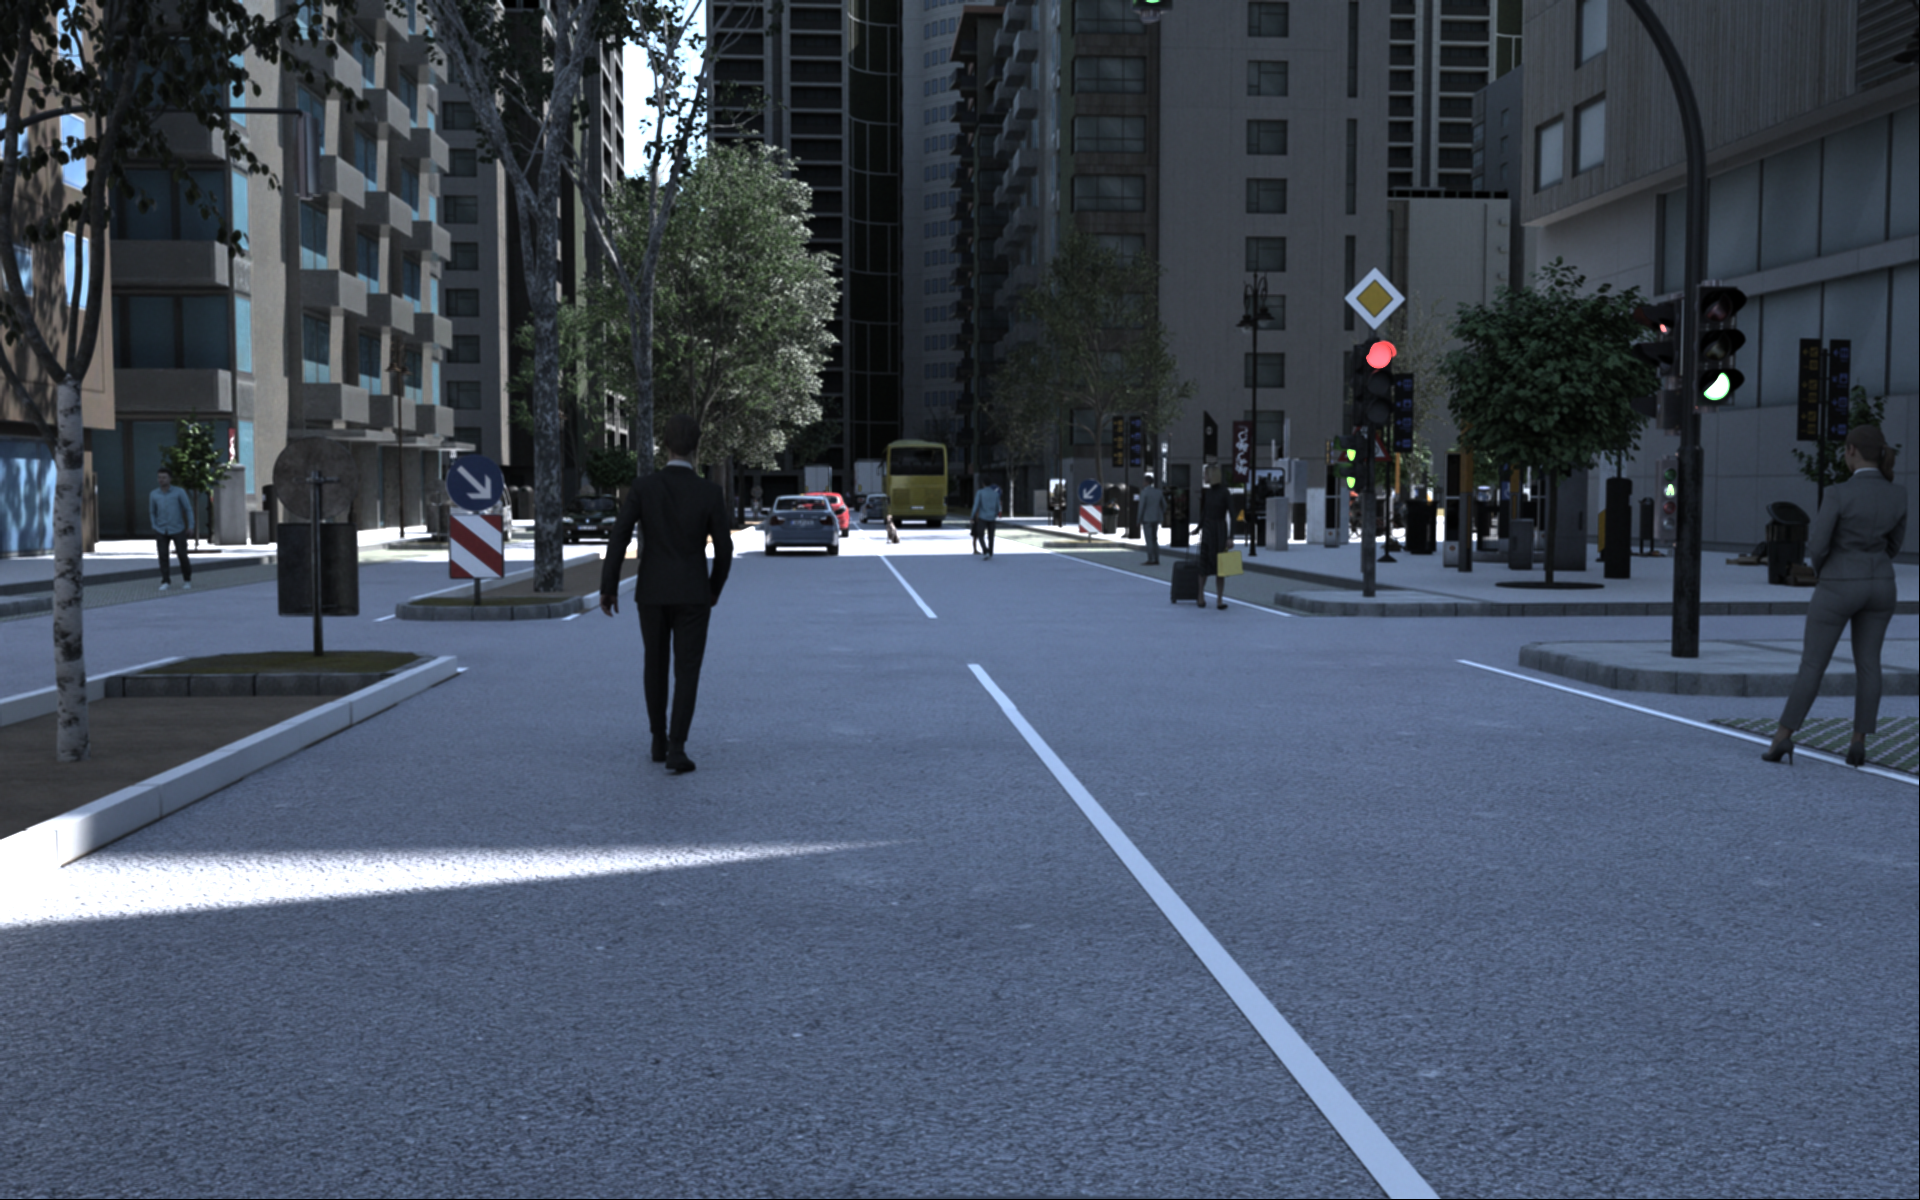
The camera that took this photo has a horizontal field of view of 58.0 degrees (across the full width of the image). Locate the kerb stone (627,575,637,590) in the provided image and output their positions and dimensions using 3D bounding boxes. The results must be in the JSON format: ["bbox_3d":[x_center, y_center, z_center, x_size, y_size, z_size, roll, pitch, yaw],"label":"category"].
[{"bbox_3d":[-4.977,-0.236,26.056,0.120,0.150,1.000,0,4,-4],"label":"kerb stone"}]

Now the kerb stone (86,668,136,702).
[{"bbox_3d":[-6.038,0.617,12.103,0.120,0.150,1.000,0,4,-4],"label":"kerb stone"}]

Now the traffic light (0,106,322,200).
[{"bbox_3d":[-9.990,-2.798,20.421,4.771,5.953,1.251,0,4,-4],"label":"traffic light"}]

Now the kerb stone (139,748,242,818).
[{"bbox_3d":[-3.622,0.859,8.149,0.120,0.150,1.000,0,4,-4],"label":"kerb stone"}]

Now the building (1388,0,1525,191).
[{"bbox_3d":[52.507,-46.285,195.005,20.611,71.187,20.563,0,4,-4],"label":"building"}]

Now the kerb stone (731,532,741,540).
[{"bbox_3d":[-7.198,-2.051,55.726,0.120,0.150,1.000,0,4,-4],"label":"kerb stone"}]

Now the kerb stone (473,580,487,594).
[{"bbox_3d":[-6.989,-0.164,24.874,0.120,0.150,1.000,0,4,-4],"label":"kerb stone"}]

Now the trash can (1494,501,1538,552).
[{"bbox_3d":[11.518,-1.471,35.700,0.748,1.137,0.748,0,3,0],"label":"trash can"}]

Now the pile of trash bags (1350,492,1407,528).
[{"bbox_3d":[15.670,-3.445,66.071,1.912,1.369,3.447,-1,4,-20],"label":"pile of trash bags"}]

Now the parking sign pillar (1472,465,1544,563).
[{"bbox_3d":[10.431,-2.706,32.718,1.447,3.967,1.447,1,4,19],"label":"parking sign pillar"}]

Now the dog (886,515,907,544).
[{"bbox_3d":[-1.825,-2.021,49.884,0.800,0.831,0.513,-1,4,-22],"label":"dog"}]

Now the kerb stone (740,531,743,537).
[{"bbox_3d":[-7.277,-2.113,56.745,0.120,0.150,1.000,0,4,-4],"label":"kerb stone"}]

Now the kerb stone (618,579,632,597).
[{"bbox_3d":[-4.895,-0.174,25.035,0.120,0.150,1.000,0,4,-4],"label":"kerb stone"}]

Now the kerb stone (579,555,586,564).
[{"bbox_3d":[-7.757,-0.790,35.105,0.120,0.150,1.000,0,4,-4],"label":"kerb stone"}]

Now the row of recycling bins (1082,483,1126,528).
[{"bbox_3d":[5.633,-3.669,67.100,1.069,1.692,3.534,-1,4,-18],"label":"row of recycling bins"}]

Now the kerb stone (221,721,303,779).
[{"bbox_3d":[-3.707,0.797,9.167,0.120,0.150,1.000,0,4,-4],"label":"kerb stone"}]

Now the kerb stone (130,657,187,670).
[{"bbox_3d":[-6.104,0.555,13.125,0.120,0.150,1.000,0,4,-4],"label":"kerb stone"}]

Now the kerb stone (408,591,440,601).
[{"bbox_3d":[-6.760,0.024,21.803,0.120,0.150,1.000,0,4,-4],"label":"kerb stone"}]

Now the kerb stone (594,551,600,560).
[{"bbox_3d":[-7.913,-0.914,37.146,0.120,0.150,1.000,0,4,-4],"label":"kerb stone"}]

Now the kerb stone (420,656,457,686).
[{"bbox_3d":[-4.019,0.552,13.259,0.120,0.150,1.000,0,4,-4],"label":"kerb stone"}]

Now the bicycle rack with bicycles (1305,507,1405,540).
[{"bbox_3d":[11.064,-2.223,49.735,2.925,0.926,2.852,3,4,36],"label":"bicycle rack with bicycles"}]

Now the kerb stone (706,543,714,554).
[{"bbox_3d":[-6.275,-1.293,43.433,0.120,0.150,1.000,0,4,-4],"label":"kerb stone"}]

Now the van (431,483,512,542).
[{"bbox_3d":[-14.271,-2.670,50.674,2.013,2.044,4.112,0,4,-3],"label":"van"}]

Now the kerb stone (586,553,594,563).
[{"bbox_3d":[-7.827,-0.850,36.127,0.120,0.150,1.000,0,4,-4],"label":"kerb stone"}]

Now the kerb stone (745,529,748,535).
[{"bbox_3d":[-7.499,-2.299,59.805,0.120,0.150,1.000,0,4,-4],"label":"kerb stone"}]

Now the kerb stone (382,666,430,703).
[{"bbox_3d":[-3.937,0.609,12.234,0.120,0.150,1.000,0,4,-4],"label":"kerb stone"}]

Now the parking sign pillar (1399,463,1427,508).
[{"bbox_3d":[22.162,-5.886,84.705,1.447,3.967,1.447,-1,4,-11],"label":"parking sign pillar"}]

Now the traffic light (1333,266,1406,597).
[{"bbox_3d":[5.093,-1.994,21.529,0.839,4.253,0.868,0,4,-4],"label":"traffic light"}]

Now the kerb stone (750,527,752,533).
[{"bbox_3d":[-7.736,-2.484,62.876,0.120,0.150,1.000,0,4,-4],"label":"kerb stone"}]

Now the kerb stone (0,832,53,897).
[{"bbox_3d":[-3.469,0.986,6.098,0.120,0.150,1.000,0,4,-4],"label":"kerb stone"}]

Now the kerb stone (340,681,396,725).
[{"bbox_3d":[-3.855,0.672,11.211,0.120,0.150,1.000,0,4,-4],"label":"kerb stone"}]

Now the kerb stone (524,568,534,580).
[{"bbox_3d":[-7.302,-0.409,28.972,0.120,0.150,1.000,0,4,-4],"label":"kerb stone"}]

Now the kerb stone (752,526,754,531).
[{"bbox_3d":[-7.884,-2.613,64.922,0.120,0.150,1.000,0,4,-4],"label":"kerb stone"}]

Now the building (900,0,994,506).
[{"bbox_3d":[7.518,-39.764,192.143,28.212,58.520,21.231,0,4,-4],"label":"building"}]

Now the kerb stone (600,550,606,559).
[{"bbox_3d":[-7.986,-0.977,38.166,0.120,0.150,1.000,0,4,-4],"label":"kerb stone"}]

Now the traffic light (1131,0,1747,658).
[{"bbox_3d":[3.611,-2.361,13.269,4.771,5.953,1.251,0,4,-4],"label":"traffic light"}]

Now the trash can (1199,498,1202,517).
[{"bbox_3d":[9.238,-3.232,64.494,0.748,1.137,0.748,0,3,0],"label":"trash can"}]

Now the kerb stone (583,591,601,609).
[{"bbox_3d":[-4.673,0.017,21.961,0.120,0.150,1.000,0,4,-4],"label":"kerb stone"}]

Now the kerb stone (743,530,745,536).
[{"bbox_3d":[-7.350,-2.175,57.765,0.120,0.150,1.000,0,4,-4],"label":"kerb stone"}]

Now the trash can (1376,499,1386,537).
[{"bbox_3d":[12.453,-2.472,52.073,0.748,1.137,0.748,0,3,0],"label":"trash can"}]

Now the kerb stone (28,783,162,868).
[{"bbox_3d":[-3.548,0.922,7.124,0.120,0.150,1.000,0,4,-4],"label":"kerb stone"}]

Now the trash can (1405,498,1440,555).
[{"bbox_3d":[9.832,-1.542,36.860,0.748,1.137,0.748,0,3,0],"label":"trash can"}]

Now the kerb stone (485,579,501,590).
[{"bbox_3d":[-7.061,-0.226,25.894,0.120,0.150,1.000,0,4,-4],"label":"kerb stone"}]

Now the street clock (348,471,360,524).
[{"bbox_3d":[-17.372,-2.747,49.487,0.471,2.002,0.358,2,4,27],"label":"street clock"}]

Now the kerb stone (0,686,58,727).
[{"bbox_3d":[-5.962,0.680,11.084,0.120,0.150,1.000,0,4,-4],"label":"kerb stone"}]

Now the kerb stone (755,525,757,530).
[{"bbox_3d":[-8.035,-2.738,66.961,0.120,0.150,1.000,0,4,-4],"label":"kerb stone"}]

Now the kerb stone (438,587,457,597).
[{"bbox_3d":[-6.831,-0.039,22.825,0.120,0.150,1.000,0,4,-4],"label":"kerb stone"}]

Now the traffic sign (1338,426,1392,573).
[{"bbox_3d":[6.574,-1.724,28.199,0.884,2.594,0.081,0,4,-2],"label":"traffic sign"}]

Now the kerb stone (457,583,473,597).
[{"bbox_3d":[-6.910,-0.101,23.855,0.120,0.150,1.000,0,4,-4],"label":"kerb stone"}]

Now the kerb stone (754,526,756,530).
[{"bbox_3d":[-7.959,-2.676,65.942,0.120,0.150,1.000,0,4,-4],"label":"kerb stone"}]

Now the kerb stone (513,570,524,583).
[{"bbox_3d":[-7.224,-0.351,27.936,0.120,0.150,1.000,0,4,-4],"label":"kerb stone"}]

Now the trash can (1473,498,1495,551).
[{"bbox_3d":[11.439,-1.567,37.273,0.748,1.137,0.748,0,3,0],"label":"trash can"}]

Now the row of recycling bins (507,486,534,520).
[{"bbox_3d":[-22.588,-4.825,86.008,3.534,1.692,1.069,2,4,27],"label":"row of recycling bins"}]

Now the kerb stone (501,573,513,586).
[{"bbox_3d":[-7.140,-0.288,26.913,0.120,0.150,1.000,0,4,-4],"label":"kerb stone"}]

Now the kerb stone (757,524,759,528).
[{"bbox_3d":[-8.197,-2.863,69.003,0.120,0.150,1.000,0,4,-4],"label":"kerb stone"}]

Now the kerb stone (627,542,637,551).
[{"bbox_3d":[-8.451,-1.348,44.293,0.120,0.150,1.000,0,4,-4],"label":"kerb stone"}]

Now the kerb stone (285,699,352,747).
[{"bbox_3d":[-3.789,0.735,10.188,0.120,0.150,1.000,0,4,-4],"label":"kerb stone"}]

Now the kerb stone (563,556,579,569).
[{"bbox_3d":[-7.681,-0.727,34.080,0.120,0.150,1.000,0,4,-4],"label":"kerb stone"}]
